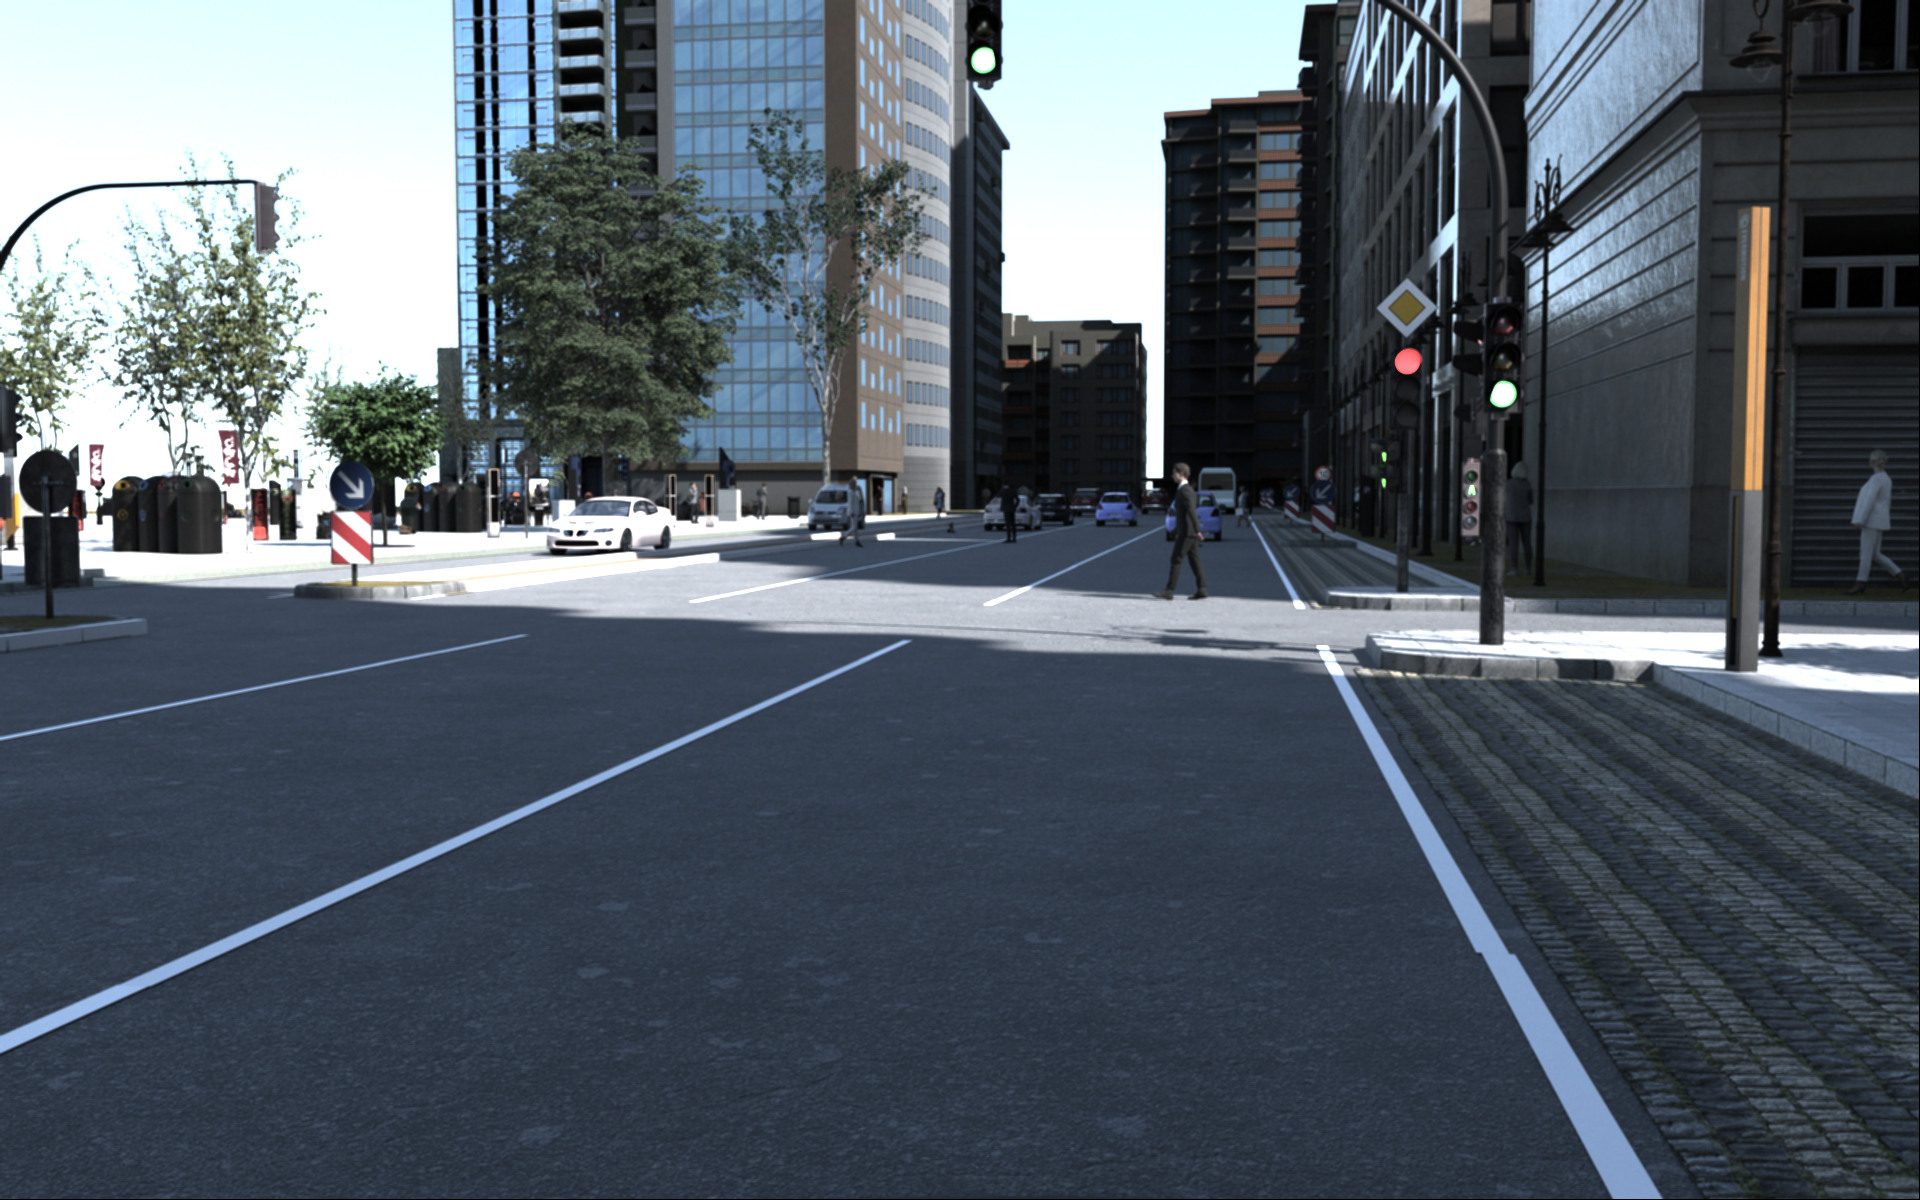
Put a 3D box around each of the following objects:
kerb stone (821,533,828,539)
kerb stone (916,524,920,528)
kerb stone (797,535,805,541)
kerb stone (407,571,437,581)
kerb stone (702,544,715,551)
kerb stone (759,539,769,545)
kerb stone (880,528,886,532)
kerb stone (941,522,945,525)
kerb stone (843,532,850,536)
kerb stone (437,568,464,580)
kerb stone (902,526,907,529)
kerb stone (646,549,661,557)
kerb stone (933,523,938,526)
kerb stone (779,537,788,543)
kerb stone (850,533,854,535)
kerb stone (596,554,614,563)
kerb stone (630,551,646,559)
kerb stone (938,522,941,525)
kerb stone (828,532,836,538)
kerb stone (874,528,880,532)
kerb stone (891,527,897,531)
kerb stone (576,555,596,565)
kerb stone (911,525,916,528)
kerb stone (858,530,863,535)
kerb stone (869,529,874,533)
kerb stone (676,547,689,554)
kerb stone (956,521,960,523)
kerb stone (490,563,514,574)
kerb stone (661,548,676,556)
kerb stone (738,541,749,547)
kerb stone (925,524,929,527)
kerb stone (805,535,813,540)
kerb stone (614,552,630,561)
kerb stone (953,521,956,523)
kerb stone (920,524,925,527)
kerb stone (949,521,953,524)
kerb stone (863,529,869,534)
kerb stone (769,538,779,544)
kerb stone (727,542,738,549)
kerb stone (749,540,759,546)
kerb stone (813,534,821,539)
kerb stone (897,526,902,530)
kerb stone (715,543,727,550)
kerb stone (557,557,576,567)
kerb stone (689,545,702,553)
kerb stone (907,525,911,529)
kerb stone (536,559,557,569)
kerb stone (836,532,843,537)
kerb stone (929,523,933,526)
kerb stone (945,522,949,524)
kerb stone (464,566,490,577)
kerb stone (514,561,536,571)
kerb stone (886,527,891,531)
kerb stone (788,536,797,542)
[{"bbox_3d":[-4.470,-2.037,55.496,0.120,0.150,1.000,1,4,9],"label":"kerb stone"},{"bbox_3d":[-1.889,-3.027,71.680,0.120,0.150,1.000,1,4,9],"label":"kerb stone"},{"bbox_3d":[-4.951,-1.851,52.467,0.120,0.150,1.000,1,4,9],"label":"kerb stone"},{"bbox_3d":[-8.835,-0.365,28.163,0.120,0.150,1.000,1,4,9],"label":"kerb stone"},{"bbox_3d":[-6.405,-1.290,43.347,0.120,0.150,1.000,1,4,9],"label":"kerb stone"},{"bbox_3d":[-5.604,-1.604,48.420,0.120,0.150,1.000,1,4,9],"label":"kerb stone"},{"bbox_3d":[-3.014,-2.594,64.602,0.120,0.150,1.000,1,4,9],"label":"kerb stone"},{"bbox_3d":[-0.918,-3.398,77.759,0.120,0.150,1.000,1,4,9],"label":"kerb stone"},{"bbox_3d":[-3.985,-2.222,58.536,0.120,0.150,1.000,1,4,9],"label":"kerb stone"},{"bbox_3d":[-8.672,-0.427,29.172,0.120,0.150,1.000,1,4,9],"label":"kerb stone"},{"bbox_3d":[-2.365,-2.841,68.650,0.120,0.150,1.000,1,4,9],"label":"kerb stone"},{"bbox_3d":[-7.057,-1.042,39.298,0.120,0.150,1.000,1,4,9],"label":"kerb stone"},{"bbox_3d":[-1.233,-3.275,75.737,0.120,0.150,1.000,1,4,9],"label":"kerb stone"},{"bbox_3d":[-5.272,-1.728,50.445,0.120,0.150,1.000,1,4,9],"label":"kerb stone"},{"bbox_3d":[-3.819,-2.279,59.545,0.120,0.150,1.000,1,4,9],"label":"kerb stone"},{"bbox_3d":[-7.542,-0.860,36.258,0.120,0.150,1.000,1,4,9],"label":"kerb stone"},{"bbox_3d":[-7.221,-0.981,38.278,0.120,0.150,1.000,1,4,9],"label":"kerb stone"},{"bbox_3d":[-1.075,-3.337,76.749,0.120,0.150,1.000,1,4,9],"label":"kerb stone"},{"bbox_3d":[-4.307,-2.098,56.505,0.120,0.150,1.000,1,4,9],"label":"kerb stone"},{"bbox_3d":[-3.179,-2.531,63.593,0.120,0.150,1.000,1,4,9],"label":"kerb stone"},{"bbox_3d":[-2.693,-2.718,66.632,0.120,0.150,1.000,1,4,9],"label":"kerb stone"},{"bbox_3d":[-7.701,-0.797,35.248,0.120,0.150,1.000,1,4,9],"label":"kerb stone"},{"bbox_3d":[-2.043,-2.959,70.669,0.120,0.150,1.000,1,4,9],"label":"kerb stone"},{"bbox_3d":[-3.662,-2.346,60.555,0.120,0.150,1.000,1,4,9],"label":"kerb stone"},{"bbox_3d":[-3.343,-2.467,62.580,0.120,0.150,1.000,1,4,9],"label":"kerb stone"},{"bbox_3d":[-6.742,-1.169,41.329,0.120,0.150,1.000,1,4,9],"label":"kerb stone"},{"bbox_3d":[-0.273,-3.646,81.799,0.120,0.150,1.000,1,4,9],"label":"kerb stone"},{"bbox_3d":[-8.347,-0.549,31.196,0.120,0.150,1.000,1,4,9],"label":"kerb stone"},{"bbox_3d":[-6.896,-1.108,40.311,0.120,0.150,1.000,1,4,9],"label":"kerb stone"},{"bbox_3d":[-5.920,-1.480,46.387,0.120,0.150,1.000,1,4,9],"label":"kerb stone"},{"bbox_3d":[-1.562,-3.151,73.713,0.120,0.150,1.000,1,4,9],"label":"kerb stone"},{"bbox_3d":[-4.792,-1.913,53.477,0.120,0.150,1.000,1,4,9],"label":"kerb stone"},{"bbox_3d":[-7.378,-0.922,37.267,0.120,0.150,1.000,1,4,9],"label":"kerb stone"},{"bbox_3d":[-0.427,-3.584,80.789,0.120,0.150,1.000,1,4,9],"label":"kerb stone"},{"bbox_3d":[-1.725,-3.088,72.689,0.120,0.150,1.000,1,4,9],"label":"kerb stone"},{"bbox_3d":[-0.588,-3.522,79.777,0.120,0.150,1.000,1,4,9],"label":"kerb stone"},{"bbox_3d":[-3.499,-2.408,61.564,0.120,0.150,1.000,1,4,9],"label":"kerb stone"},{"bbox_3d":[-5.437,-1.664,49.436,0.120,0.150,1.000,1,4,9],"label":"kerb stone"},{"bbox_3d":[-6.086,-1.418,45.378,0.120,0.150,1.000,1,4,9],"label":"kerb stone"},{"bbox_3d":[-5.760,-1.540,47.404,0.120,0.150,1.000,1,4,9],"label":"kerb stone"},{"bbox_3d":[-4.635,-1.974,54.487,0.120,0.150,1.000,1,4,9],"label":"kerb stone"},{"bbox_3d":[-2.529,-2.780,67.641,0.120,0.150,1.000,1,4,9],"label":"kerb stone"},{"bbox_3d":[-6.248,-1.354,44.361,0.120,0.150,1.000,1,4,9],"label":"kerb stone"},{"bbox_3d":[-7.876,-0.730,34.226,0.120,0.150,1.000,1,4,9],"label":"kerb stone"},{"bbox_3d":[-6.571,-1.232,42.337,0.120,0.150,1.000,1,4,9],"label":"kerb stone"},{"bbox_3d":[-2.214,-2.903,69.661,0.120,0.150,1.000,1,4,9],"label":"kerb stone"},{"bbox_3d":[-8.029,-0.674,33.215,0.120,0.150,1.000,1,4,9],"label":"kerb stone"},{"bbox_3d":[-4.148,-2.160,57.527,0.120,0.150,1.000,1,4,9],"label":"kerb stone"},{"bbox_3d":[-1.399,-3.213,74.722,0.120,0.150,1.000,1,4,9],"label":"kerb stone"},{"bbox_3d":[-0.749,-3.459,78.768,0.120,0.150,1.000,1,4,9],"label":"kerb stone"},{"bbox_3d":[-8.512,-0.489,30.187,0.120,0.150,1.000,1,4,9],"label":"kerb stone"},{"bbox_3d":[-8.193,-0.612,32.206,0.120,0.150,1.000,1,4,9],"label":"kerb stone"},{"bbox_3d":[-2.852,-2.656,65.620,0.120,0.150,1.000,1,4,9],"label":"kerb stone"},{"bbox_3d":[-5.116,-1.790,51.458,0.120,0.150,1.000,1,4,9],"label":"kerb stone"}]
